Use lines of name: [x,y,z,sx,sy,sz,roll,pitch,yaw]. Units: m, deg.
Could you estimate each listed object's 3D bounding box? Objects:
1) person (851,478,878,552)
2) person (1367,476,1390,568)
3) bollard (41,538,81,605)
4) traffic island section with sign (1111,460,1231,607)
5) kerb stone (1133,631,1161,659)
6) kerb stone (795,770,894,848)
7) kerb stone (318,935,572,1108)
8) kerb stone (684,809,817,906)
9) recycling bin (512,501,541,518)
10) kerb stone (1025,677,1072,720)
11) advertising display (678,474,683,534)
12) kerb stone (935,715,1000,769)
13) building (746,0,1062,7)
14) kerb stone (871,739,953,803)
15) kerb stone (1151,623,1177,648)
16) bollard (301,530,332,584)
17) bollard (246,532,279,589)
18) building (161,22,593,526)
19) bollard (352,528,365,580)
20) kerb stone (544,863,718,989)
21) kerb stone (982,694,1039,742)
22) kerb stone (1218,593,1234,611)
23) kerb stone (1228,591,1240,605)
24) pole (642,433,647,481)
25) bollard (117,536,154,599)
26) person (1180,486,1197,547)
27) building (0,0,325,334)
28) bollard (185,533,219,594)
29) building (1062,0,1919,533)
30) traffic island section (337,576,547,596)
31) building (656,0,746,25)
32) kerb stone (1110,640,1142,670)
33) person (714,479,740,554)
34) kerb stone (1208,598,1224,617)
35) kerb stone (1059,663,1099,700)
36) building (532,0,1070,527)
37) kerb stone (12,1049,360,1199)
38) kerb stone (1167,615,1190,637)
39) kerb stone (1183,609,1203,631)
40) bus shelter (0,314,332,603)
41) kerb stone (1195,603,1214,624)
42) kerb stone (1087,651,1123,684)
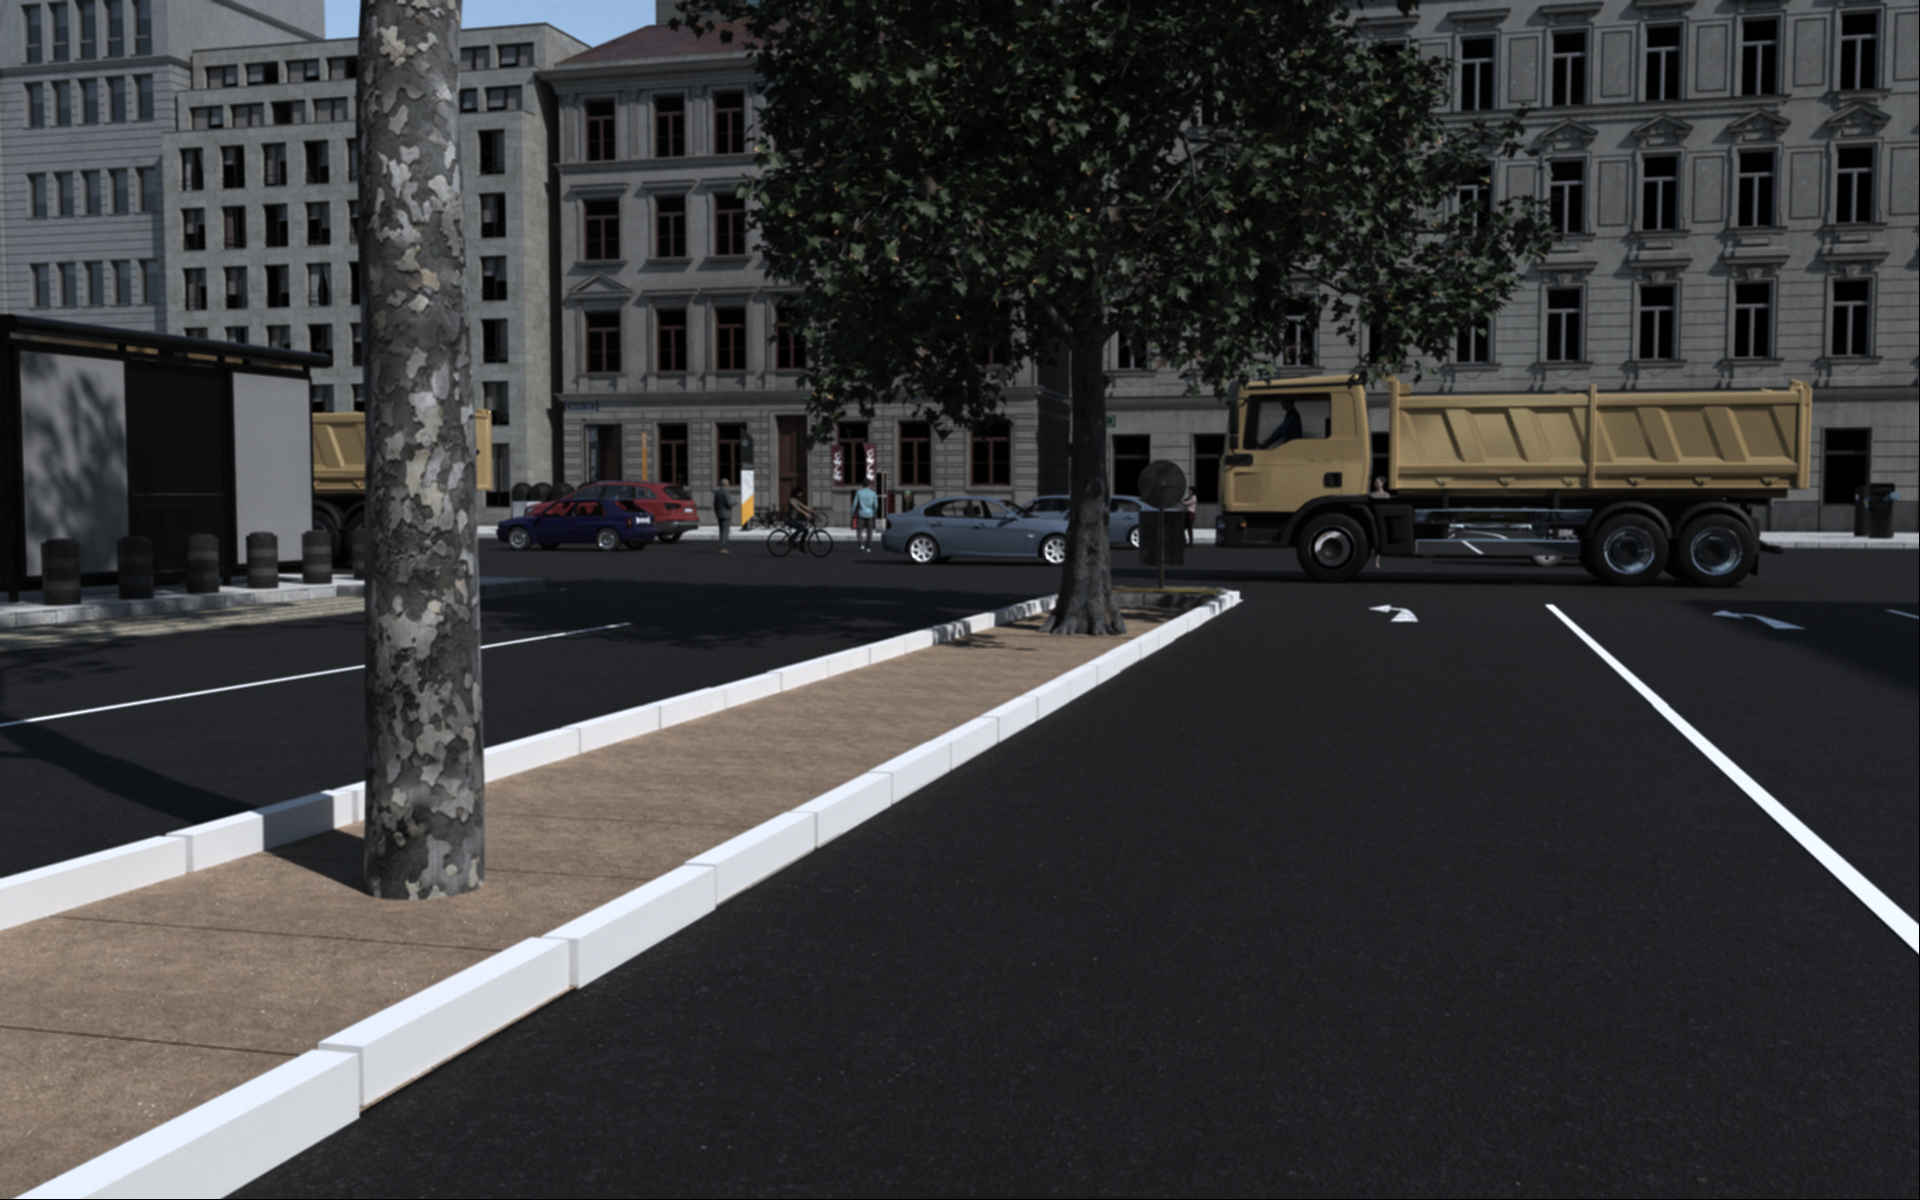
person: [-2.363,-2.103,42.906,0.660,1.820,0.620,-1,4,-13]
person: [8.027,-1.507,33.483,0.599,1.781,0.374,1,4,10]
bollard: [-10.450,-0.331,20.135,0.404,0.777,0.398,0,3,0]
traffic island section with sign: [2.571,-0.903,22.906,2.006,1.907,1.989,1,4,15]
kerb stone: [1.633,0.413,15.448,0.120,0.150,1.000,1,4,15]
kerb stone: [-0.503,0.902,7.497,0.120,0.150,1.000,1,4,15]
kerb stone: [-1.314,1.081,4.521,0.120,0.150,1.000,1,4,15]
kerb stone: [-0.772,0.960,6.500,0.120,0.150,1.000,1,4,15]
recycling bin: [-14.963,-2.893,59.848,0.722,1.027,0.722,2,4,26]
kerb stone: [0.568,0.656,11.466,0.120,0.150,1.000,1,4,15]
advertising display: [-9.042,-3.114,56.131,0.123,1.923,0.974,-1,4,-11]
kerb stone: [0.028,0.781,9.479,0.120,0.150,1.000,1,4,15]
building: [-2.725,-31.618,136.567,23.786,49.044,30.456,1,4,15]
kerb stone: [-0.239,0.838,8.488,0.120,0.150,1.000,1,4,15]
kerb stone: [1.902,0.352,16.438,0.120,0.150,1.000,1,4,15]
bollard: [-9.204,-0.616,24.783,0.404,0.777,0.398,0,3,0]
bollard: [-9.517,-0.545,23.623,0.404,0.777,0.398,0,3,0]
building: [-24.037,-13.526,75.898,16.860,20.320,10.420,1,4,15]
bollard: [-8.889,-0.687,25.948,0.404,0.777,0.398,0,3,0]
kerb stone: [-1.031,1.024,5.508,0.120,0.150,1.000,1,4,15]
kerb stone: [0.298,0.717,10.476,0.120,0.150,1.000,1,4,15]
kerb stone: [3.239,0.048,21.415,0.120,0.150,1.000,1,4,15]
kerb stone: [3.507,-0.013,22.410,0.120,0.150,1.000,1,4,15]
pole: [-10.541,-3.918,57.907,0.158,3.312,0.155,0,3,0]
bollard: [-10.140,-0.402,21.296,0.404,0.777,0.398,0,3,0]
person: [6.065,-2.236,46.524,0.566,1.644,0.517,2,4,31]
building: [-46.310,-18.662,82.619,29.804,29.767,11.434,1,4,15]
bollard: [-9.831,-0.474,22.462,0.404,0.777,0.398,0,3,0]
building: [26.824,-17.704,65.882,44.131,29.872,17.030,1,4,15]
traffic island section: [-7.390,-0.187,25.331,2.009,0.180,2.903,1,4,15]
building: [-15.960,-44.758,170.038,20.611,71.187,20.563,1,4,15]
kerb stone: [1.361,0.474,14.450,0.120,0.150,1.000,1,4,15]
person: [-5.632,-2.029,41.847,0.590,1.801,0.661,-3,5,-45]
kerb stone: [2.971,0.112,20.425,0.120,0.150,1.000,1,4,15]
kerb stone: [0.832,0.596,12.457,0.120,0.150,1.000,1,4,15]
building: [-5.329,-14.438,72.218,21.152,22.565,11.583,1,4,15]
kerb stone: [-1.567,1.143,3.507,0.120,0.150,1.000,1,4,15]
kerb stone: [2.164,0.291,17.432,0.120,0.150,1.000,1,4,15]
kerb stone: [2.435,0.231,18.426,0.120,0.150,1.000,1,4,15]
bus shelter: [-11.537,-2.705,21.860,2.179,5.291,8.768,1,4,15]
kerb stone: [2.705,0.169,19.431,0.120,0.150,1.000,1,4,15]
kerb stone: [1.103,0.535,13.455,0.120,0.150,1.000,1,4,15]
